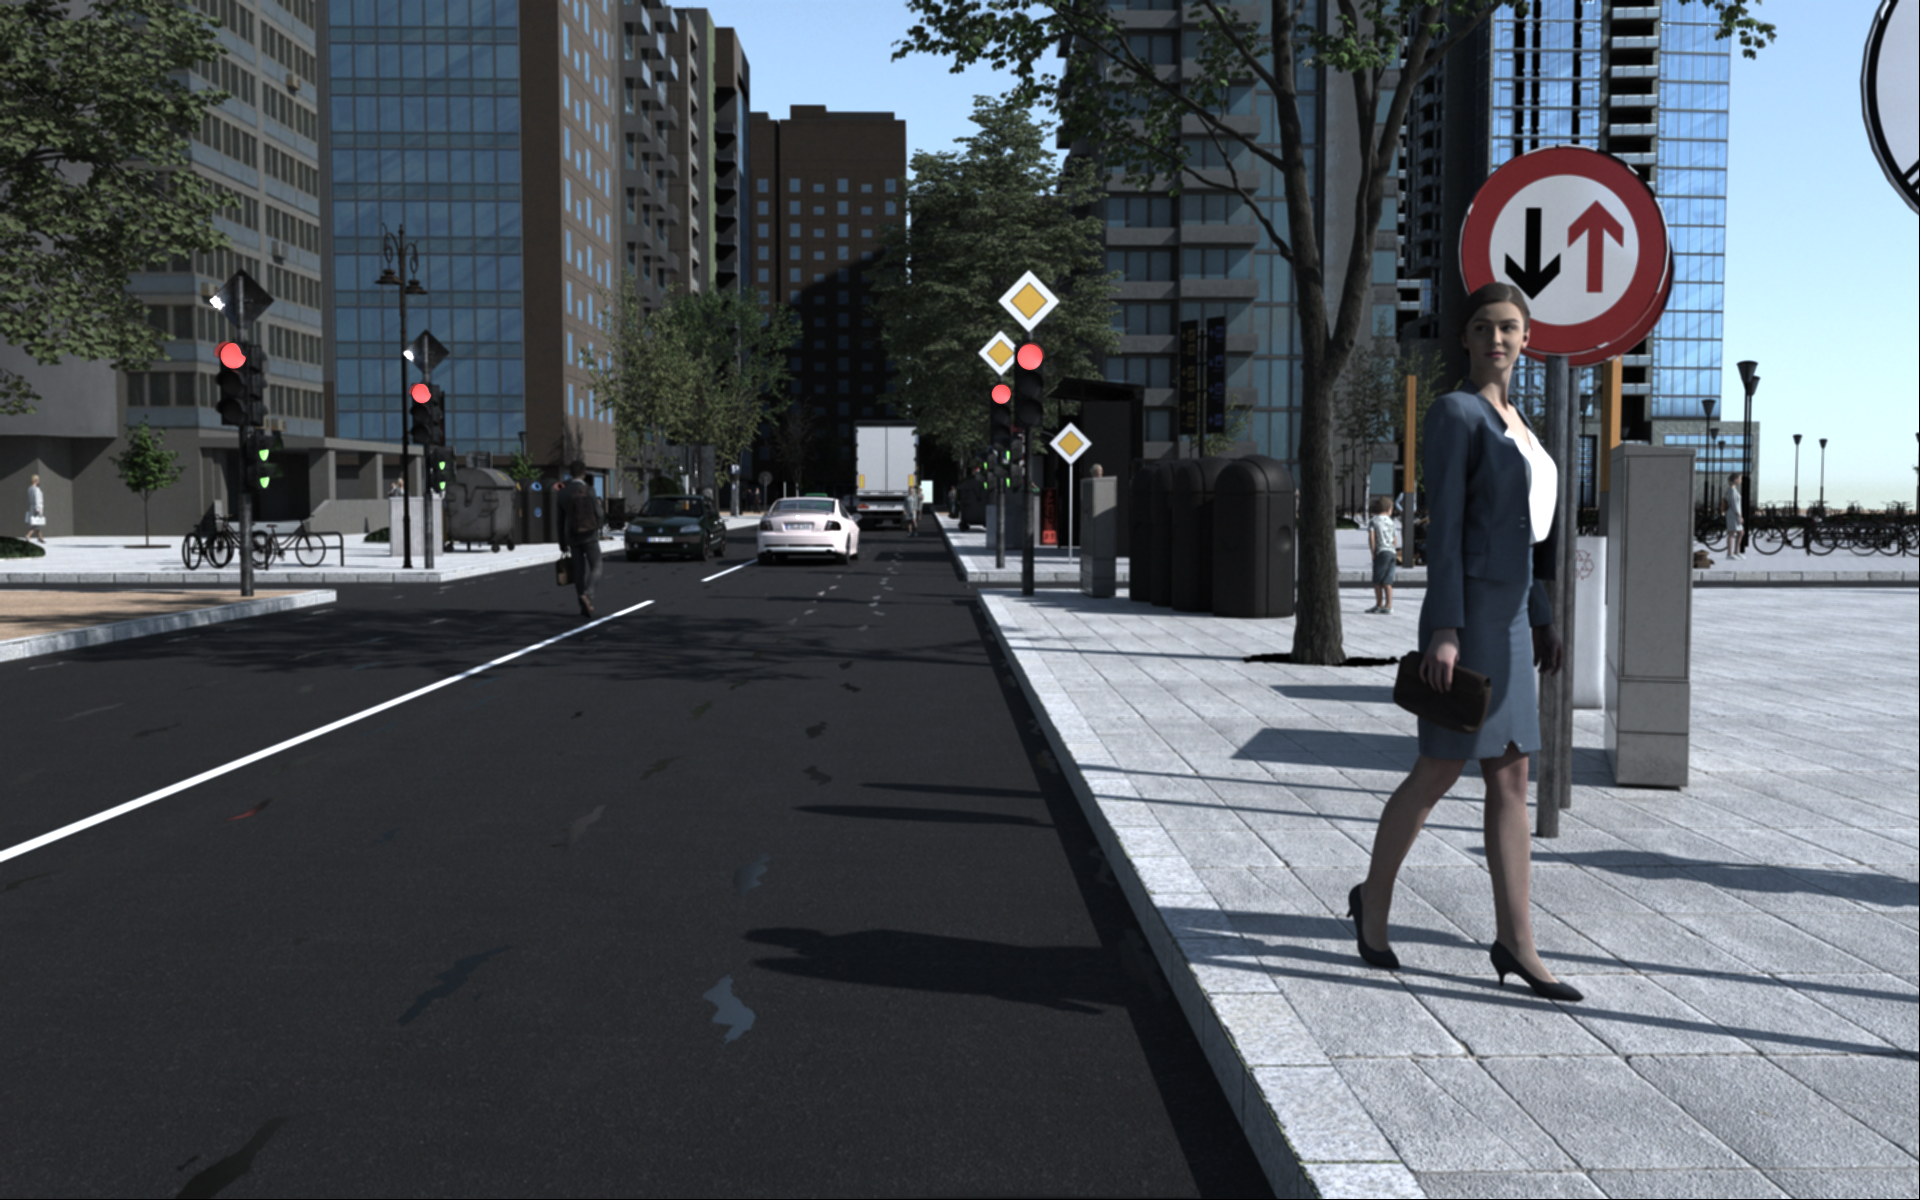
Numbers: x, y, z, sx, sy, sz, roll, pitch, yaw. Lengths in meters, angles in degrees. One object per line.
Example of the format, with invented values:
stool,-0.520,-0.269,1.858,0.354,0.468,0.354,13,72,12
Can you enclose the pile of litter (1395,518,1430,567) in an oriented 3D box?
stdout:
pile of litter,8.127,-1.065,31.376,1.719,0.858,1.176,-2,4,-34

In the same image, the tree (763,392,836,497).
tree,-11.919,-10.643,124.382,4.360,8.622,3.978,0,3,0

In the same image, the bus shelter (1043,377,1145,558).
bus shelter,2.864,-2.844,37.780,1.731,3.624,6.357,0,4,-1

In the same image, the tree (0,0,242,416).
tree,-10.561,-5.937,15.190,7.486,12.596,7.792,0,3,0

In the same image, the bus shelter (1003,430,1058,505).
bus shelter,2.325,-3.896,57.628,2.014,3.302,5.546,0,4,-1

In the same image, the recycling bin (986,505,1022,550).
recycling bin,1.081,-1.682,40.057,0.722,1.027,0.722,-2,4,-34

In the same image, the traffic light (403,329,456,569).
traffic light,-9.082,-2.486,29.574,0.839,4.253,0.868,0,4,-1

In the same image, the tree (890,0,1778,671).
tree,2.848,-5.332,12.932,9.928,11.665,9.643,0,3,0

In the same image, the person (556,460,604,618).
person,-4.453,-0.724,20.298,0.622,1.834,0.822,0,4,6

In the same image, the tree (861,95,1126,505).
tree,0.987,-8.019,49.236,7.486,12.596,7.792,0,3,0

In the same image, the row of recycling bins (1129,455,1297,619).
row of recycling bins,2.750,-0.756,19.474,1.069,1.692,3.534,-1,4,-13

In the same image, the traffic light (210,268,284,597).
traffic light,-8.916,-1.998,21.590,0.839,4.253,0.868,0,4,-1

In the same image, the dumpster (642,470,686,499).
dumpster,-11.848,-4.082,69.238,1.502,2.255,1.985,0,4,-1

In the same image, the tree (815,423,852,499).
tree,-12.787,-13.792,175.862,4.737,8.622,4.395,0,3,0

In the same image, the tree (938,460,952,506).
tree,-1.619,-14.037,179.865,4.360,8.622,3.978,0,3,0

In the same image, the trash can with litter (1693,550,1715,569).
trash can with litter,12.477,-1.135,29.945,1.055,1.170,0.624,-1,4,-21

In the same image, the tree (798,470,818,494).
tree,-12.463,-8.907,140.235,1.663,3.219,1.824,0,3,0

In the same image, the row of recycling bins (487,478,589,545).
row of recycling bins,-10.909,-2.308,44.841,1.069,1.692,3.534,2,4,27

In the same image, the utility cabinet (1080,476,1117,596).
utility cabinet,1.729,-0.808,21.896,0.318,1.500,1.173,0,4,-4

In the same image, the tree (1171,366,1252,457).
tree,13.168,-8.681,92.299,4.737,8.622,4.395,0,3,0

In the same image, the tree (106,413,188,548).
tree,-19.378,-2.853,41.249,1.663,3.219,1.824,0,3,0

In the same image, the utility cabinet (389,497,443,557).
utility cabinet,-11.165,-1.491,35.547,1.020,1.237,0.306,-1,4,-22

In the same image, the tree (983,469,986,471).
tree,1.581,-4.548,68.963,1.663,3.219,1.824,0,3,0

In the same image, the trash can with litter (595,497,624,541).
trash can with litter,-10.189,-2.261,48.024,1.678,1.210,2.233,0,4,0

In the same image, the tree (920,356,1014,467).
tree,0.964,-10.207,101.296,7.601,10.594,8.767,-3,4,-37

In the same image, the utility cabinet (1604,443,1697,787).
utility cabinet,3.190,0.041,8.017,0.318,1.500,1.173,1,4,18

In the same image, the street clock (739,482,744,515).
street clock,-13.300,-6.134,104.865,0.358,2.002,0.471,-3,4,-37

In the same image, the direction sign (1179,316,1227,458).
direction sign,3.139,-1.865,22.491,0.379,3.537,0.876,-2,4,-33

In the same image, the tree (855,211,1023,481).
tree,-0.775,-15.867,115.321,12.611,20.169,13.585,0,3,0

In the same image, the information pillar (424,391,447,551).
information pillar,-11.809,-2.914,39.000,0.504,3.616,0.183,-1,4,-16

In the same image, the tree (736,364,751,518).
tree,-11.599,-7.640,75.277,4.737,8.622,4.395,0,3,0

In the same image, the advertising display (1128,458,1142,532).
advertising display,3.192,-1.615,31.626,0.123,1.923,0.974,0,4,-1

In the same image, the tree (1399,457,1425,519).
tree,23.875,-5.841,90.110,1.663,3.219,1.824,0,3,0

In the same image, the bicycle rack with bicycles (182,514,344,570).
bicycle rack with bicycles,-12.296,-1.025,30.136,2.852,0.926,2.925,2,4,24

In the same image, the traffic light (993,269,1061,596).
traffic light,0.843,-2.011,21.808,0.839,4.253,0.868,0,4,-1

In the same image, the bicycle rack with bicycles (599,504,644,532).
bicycle rack with bicycles,-11.439,-2.804,59.222,2.925,0.926,2.852,0,4,6

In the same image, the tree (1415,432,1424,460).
tree,17.892,-4.756,61.471,4.285,4.588,4.351,0,3,0

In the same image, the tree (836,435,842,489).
tree,-12.976,-13.056,163.834,4.360,8.622,3.978,0,3,0

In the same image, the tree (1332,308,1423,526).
tree,16.421,-7.292,69.587,4.360,8.622,3.978,0,3,0

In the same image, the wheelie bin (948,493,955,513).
wheelie bin,-0.341,-5.941,105.045,0.693,1.594,0.980,3,5,45

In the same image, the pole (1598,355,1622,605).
pole,7.512,-1.600,20.007,0.158,3.312,0.155,0,3,0

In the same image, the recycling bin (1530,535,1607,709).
recycling bin,3.487,0.117,10.645,0.722,1.027,0.722,0,3,0

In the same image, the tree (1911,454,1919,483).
tree,25.087,-3.001,43.673,1.663,3.219,1.824,0,3,0

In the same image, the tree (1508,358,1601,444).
tree,28.507,-8.127,83.234,4.360,8.622,3.978,0,3,0

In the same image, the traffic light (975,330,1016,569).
traffic light,0.677,-2.500,29.792,0.839,4.253,0.868,0,4,-1

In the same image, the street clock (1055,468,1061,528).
street clock,2.641,-2.391,43.658,0.471,2.002,0.358,1,4,23

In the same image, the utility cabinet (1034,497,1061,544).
utility cabinet,2.373,-2.062,44.878,1.020,1.237,0.306,0,4,1

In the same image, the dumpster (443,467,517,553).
dumpster,-10.646,-1.995,38.382,1.264,1.857,1.865,0,4,-1

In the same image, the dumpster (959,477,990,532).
dumpster,0.600,-3.265,59.142,1.264,1.857,1.865,0,4,-1

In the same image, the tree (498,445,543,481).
tree,-17.443,-4.495,68.096,1.663,3.219,1.824,0,3,0

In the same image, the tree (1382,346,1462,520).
tree,23.005,-8.331,86.572,4.737,8.622,4.395,0,3,0

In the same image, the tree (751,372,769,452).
tree,-12.202,-8.749,93.404,4.737,8.622,4.395,0,3,0

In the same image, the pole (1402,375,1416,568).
pole,7.749,-2.205,29.892,0.158,3.312,0.155,0,3,0

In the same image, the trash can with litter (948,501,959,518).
trash can with litter,-0.230,-4.961,92.503,1.055,1.170,0.624,3,5,43

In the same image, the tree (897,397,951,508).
tree,-1.110,-15.445,162.901,12.009,13.543,11.850,0,3,0

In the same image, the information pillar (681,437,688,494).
information pillar,-11.397,-4.919,71.778,0.183,3.616,0.504,-2,4,-35

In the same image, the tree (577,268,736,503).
tree,-10.215,-6.467,56.094,4.737,8.622,4.395,0,3,0

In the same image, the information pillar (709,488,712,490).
information pillar,-13.103,-5.242,90.202,0.304,2.012,0.304,1,4,23

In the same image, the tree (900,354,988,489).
tree,-0.315,-14.767,148.095,9.857,13.997,8.962,0,3,0
